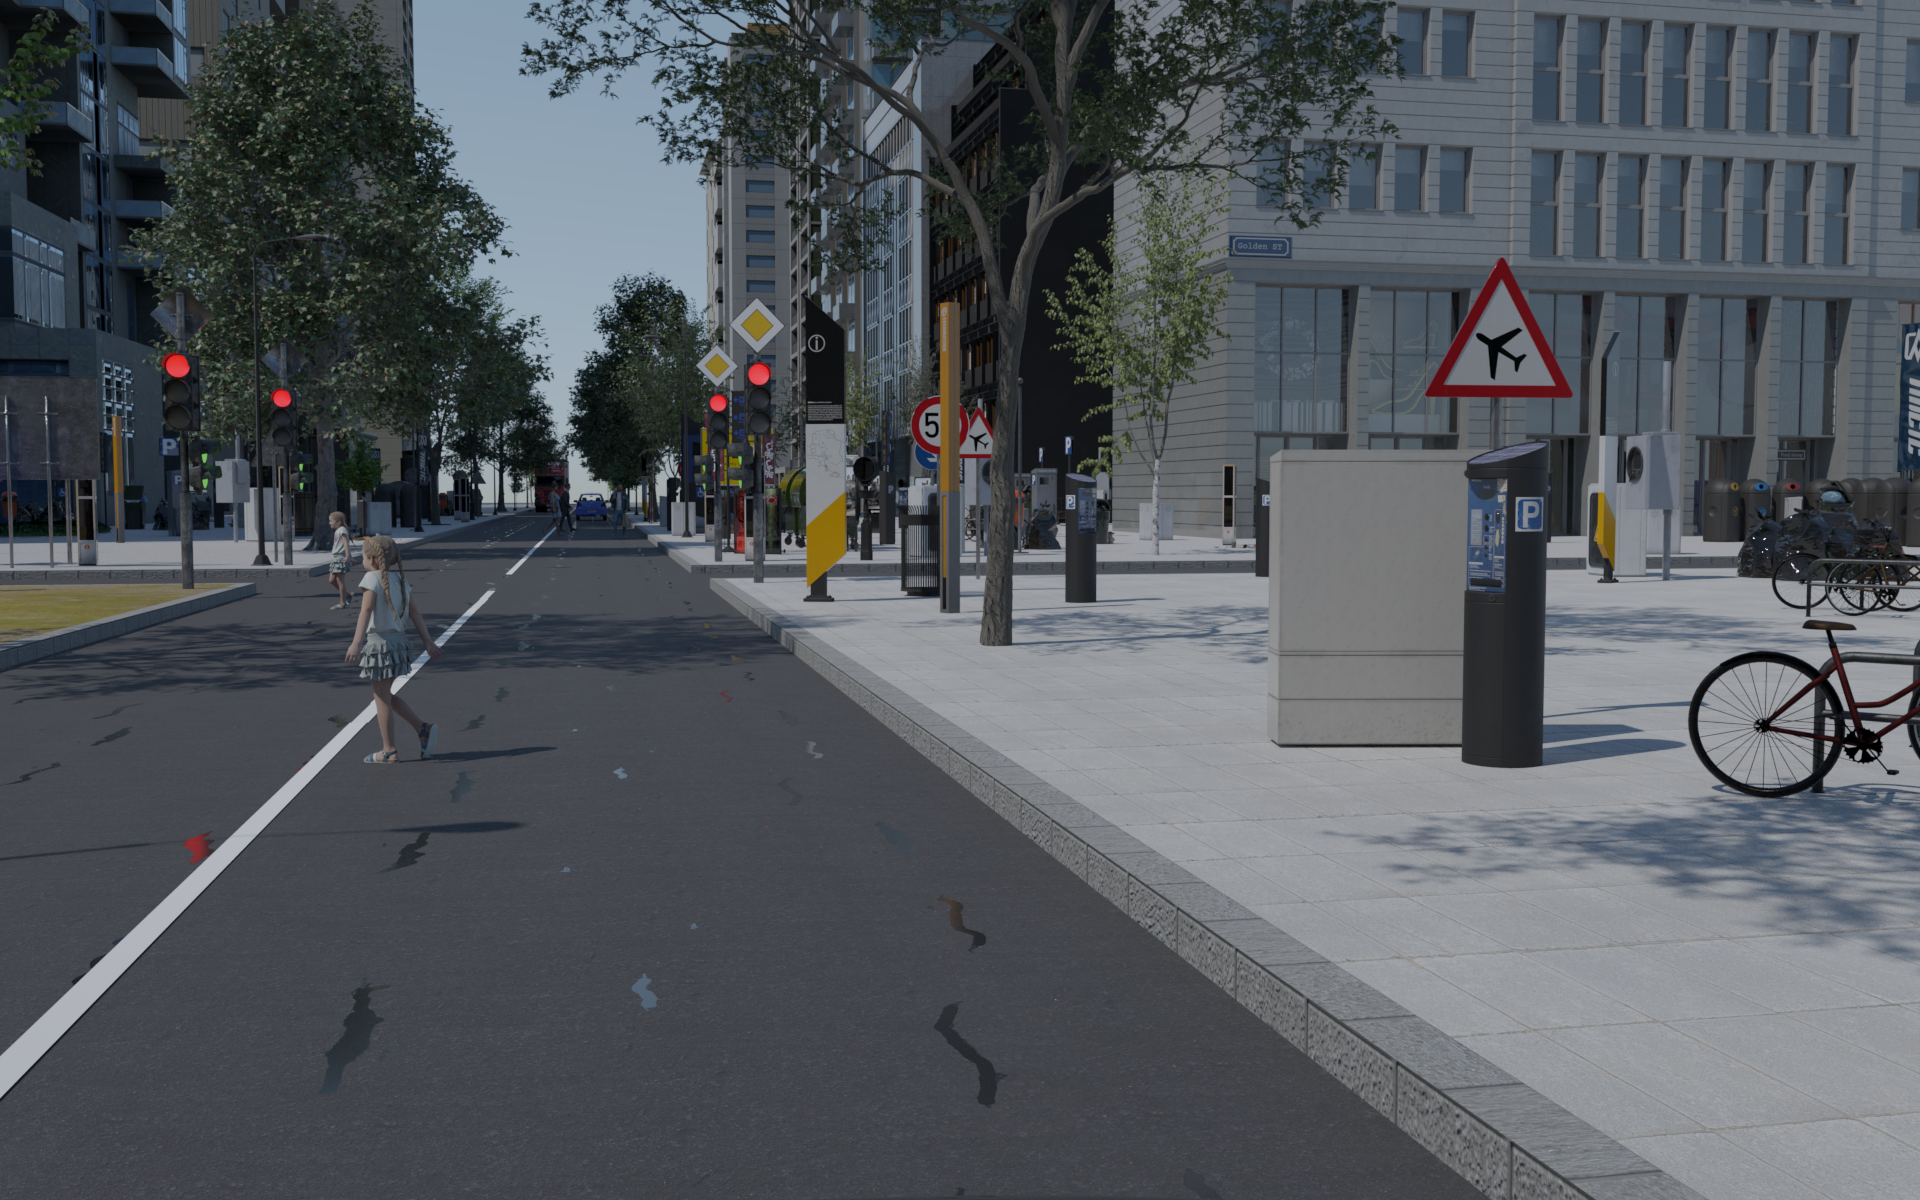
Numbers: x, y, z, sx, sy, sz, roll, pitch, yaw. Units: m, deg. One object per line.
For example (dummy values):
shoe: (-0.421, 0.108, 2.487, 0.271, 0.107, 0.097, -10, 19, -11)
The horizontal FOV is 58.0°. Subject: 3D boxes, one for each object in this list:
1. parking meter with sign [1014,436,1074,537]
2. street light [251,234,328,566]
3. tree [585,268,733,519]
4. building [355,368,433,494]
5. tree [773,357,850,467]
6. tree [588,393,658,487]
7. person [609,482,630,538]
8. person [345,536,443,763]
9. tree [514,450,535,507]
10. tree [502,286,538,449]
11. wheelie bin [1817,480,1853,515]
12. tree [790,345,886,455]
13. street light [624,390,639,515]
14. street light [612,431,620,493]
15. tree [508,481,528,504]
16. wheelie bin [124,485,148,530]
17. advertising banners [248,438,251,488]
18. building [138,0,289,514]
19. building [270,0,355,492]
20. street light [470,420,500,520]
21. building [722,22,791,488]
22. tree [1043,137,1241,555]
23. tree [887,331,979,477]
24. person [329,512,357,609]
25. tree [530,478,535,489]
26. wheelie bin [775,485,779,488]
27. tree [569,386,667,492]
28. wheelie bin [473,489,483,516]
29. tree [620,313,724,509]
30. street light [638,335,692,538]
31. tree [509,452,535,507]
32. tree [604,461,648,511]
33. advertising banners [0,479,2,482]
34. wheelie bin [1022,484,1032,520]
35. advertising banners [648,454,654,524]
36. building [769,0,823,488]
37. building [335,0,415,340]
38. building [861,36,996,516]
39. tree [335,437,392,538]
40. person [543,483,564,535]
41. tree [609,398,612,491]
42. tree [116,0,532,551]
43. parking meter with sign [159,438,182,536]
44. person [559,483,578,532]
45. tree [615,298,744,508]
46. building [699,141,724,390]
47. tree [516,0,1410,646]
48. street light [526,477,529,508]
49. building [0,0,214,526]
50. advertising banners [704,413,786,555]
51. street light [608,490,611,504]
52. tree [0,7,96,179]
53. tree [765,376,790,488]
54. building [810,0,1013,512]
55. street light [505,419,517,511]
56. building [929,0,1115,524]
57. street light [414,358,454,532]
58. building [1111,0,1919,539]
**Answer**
parking meter with sign: (2.514, -3.413, 52.069, 1.738, 3.016, 0.543, -1, 4, -17)
street light: (-11.999, -3.577, 31.020, 1.470, 5.913, 1.316, -1, 4, -12)
tree: (-15.800, -10.460, 88.025, 9.611, 12.733, 9.660, 0, 3, 0)
building: (-79.148, -22.222, 208.373, 27.650, 21.520, 28.899, -1, 4, -12)
tree: (-8.241, -8.811, 94.429, 4.360, 8.622, 3.978, 0, 3, 0)
tree: (-39.110, -17.085, 197.473, 7.486, 12.596, 7.792, 0, 3, 0)
person: (-11.057, -2.936, 56.488, 0.794, 1.824, 0.713, 1, 4, 11)
person: (-3.018, 0.266, 9.167, 0.382, 1.210, 0.505, 1, 4, 17)
tree: (-42.688, -13.542, 171.768, 4.737, 8.622, 4.395, 0, 3, 0)
tree: (-21.622, -8.892, 71.145, 9.928, 11.665, 9.643, 0, 3, 0)
wheelie bin: (20.113, -1.953, 39.835, 0.693, 1.594, 0.980, 1, 4, 14)
tree: (-5.453, -8.260, 85.418, 4.737, 8.622, 4.395, 0, 3, 0)
street light: (-14.347, -6.442, 77.875, 1.470, 5.913, 1.316, -1, 4, -12)
street light: (-20.232, -8.114, 105.208, 1.470, 5.913, 1.316, -1, 4, -12)
tree: (-39.969, -9.877, 156.093, 1.663, 3.219, 1.824, 0, 3, 0)
wheelie bin: (-29.956, -3.359, 62.834, 0.980, 1.594, 0.693, -1, 4, -13)
advertising banners: (-21.132, -3.393, 51.661, 0.090, 3.025, 2.074, -1, 4, -18)
building: (-59.148, -31.924, 111.203, 28.713, 52.752, 27.495, -1, 4, -12)
building: (-60.170, -30.450, 147.974, 14.600, 45.320, 14.200, -1, 4, -12)
street light: (-23.472, -6.887, 85.139, 1.470, 5.913, 1.316, -1, 4, -12)
building: (-20.292, -41.812, 225.624, 21.231, 58.520, 28.212, -1, 4, -12)
tree: (4.025, -5.255, 36.285, 4.737, 8.622, 4.395, 0, 3, 0)
tree: (-1.431, -7.788, 77.696, 4.360, 8.622, 3.978, 0, 3, 0)
person: (-7.648, -0.493, 21.572, 0.382, 1.210, 0.505, -2, 4, -35)
tree: (-53.323, -14.582, 222.129, 4.285, 4.588, 4.351, 0, 3, 0)
wheelie bin: (-6.542, -3.379, 63.155, 0.693, 1.594, 0.980, -3, 4, -39)
tree: (-31.293, -15.490, 159.916, 9.857, 13.997, 8.962, 0, 3, 0)
wheelie bin: (-29.001, -5.847, 103.504, 0.980, 1.594, 0.693, -3, 5, -42)
tree: (-11.722, -7.378, 70.993, 4.360, 8.622, 3.978, 0, 3, 0)
street light: (-8.588, -4.789, 50.848, 1.470, 5.913, 1.316, -1, 4, -12)
tree: (-44.410, -13.934, 178.188, 4.360, 8.622, 3.978, 0, 3, 0)
tree: (-25.851, -9.204, 134.206, 4.285, 4.588, 4.351, 0, 3, 0)
advertising banners: (-21.358, -2.484, 36.797, 2.074, 3.025, 0.090, -1, 4, -17)
wheelie bin: (2.150, -2.871, 54.843, 0.693, 1.594, 0.980, 1, 4, 21)
advertising banners: (-13.492, -4.868, 75.781, 0.090, 3.025, 2.074, 0, 4, -4)
building: (-6.609, -44.114, 159.522, 20.563, 71.187, 20.611, -1, 4, -12)
building: (-81.367, -48.526, 231.649, 20.563, 71.187, 20.611, -1, 4, -12)
building: (1.790, -17.297, 100.832, 12.078, 24.808, 19.932, -1, 4, -12)
tree: (-17.817, -3.475, 51.418, 1.663, 3.219, 1.824, 0, 3, 0)
person: (-13.999, -3.120, 59.614, 0.778, 1.811, 0.616, 0, 4, -2)
tree: (-18.490, -9.204, 100.850, 4.737, 8.622, 4.395, 0, 3, 0)
tree: (-14.531, -7.492, 39.507, 9.611, 12.733, 9.660, 0, 3, 0)
parking meter with sign: (-24.040, -3.475, 53.085, 0.543, 3.016, 1.738, -3, 4, -36)
person: (-15.039, -3.553, 66.372, 0.755, 1.850, 0.659, -1, 4, -12)
tree: (-10.224, -6.952, 64.027, 4.737, 8.622, 4.395, 0, 3, 0)
building: (-22.757, -40.670, 254.189, 28.713, 52.752, 27.495, -1, 4, -12)
tree: (0.261, -4.871, 14.060, 8.767, 10.594, 7.601, 0, 4, 4)
street light: (-33.834, -9.855, 133.664, 1.470, 5.913, 1.316, -1, 4, -12)
building: (-47.787, -46.811, 78.032, 22.319, 86.520, 31.000, -1, 4, -12)
advertising banners: (-4.614, -2.496, 36.999, 2.074, 3.025, 0.090, 2, 4, 29)
street light: (-24.742, -9.403, 126.276, 1.470, 5.913, 1.316, -1, 4, -12)
tree: (-9.826, -5.349, 13.212, 9.928, 11.665, 9.643, 0, 3, 0)
tree: (-12.227, -9.524, 106.080, 4.737, 8.622, 4.395, 0, 3, 0)
building: (0.390, -31.539, 135.263, 23.786, 49.044, 30.456, -1, 4, -12)
street light: (-28.075, -8.194, 106.507, 1.470, 5.913, 1.316, -1, 4, -12)
building: (6.077, -15.503, 83.144, 12.332, 23.373, 15.834, -1, 4, -12)
street light: (-17.729, -5.252, 58.419, 1.470, 5.913, 1.316, -1, 4, -12)
building: (20.833, -17.084, 56.815, 29.804, 29.767, 11.434, -1, 4, -12)
